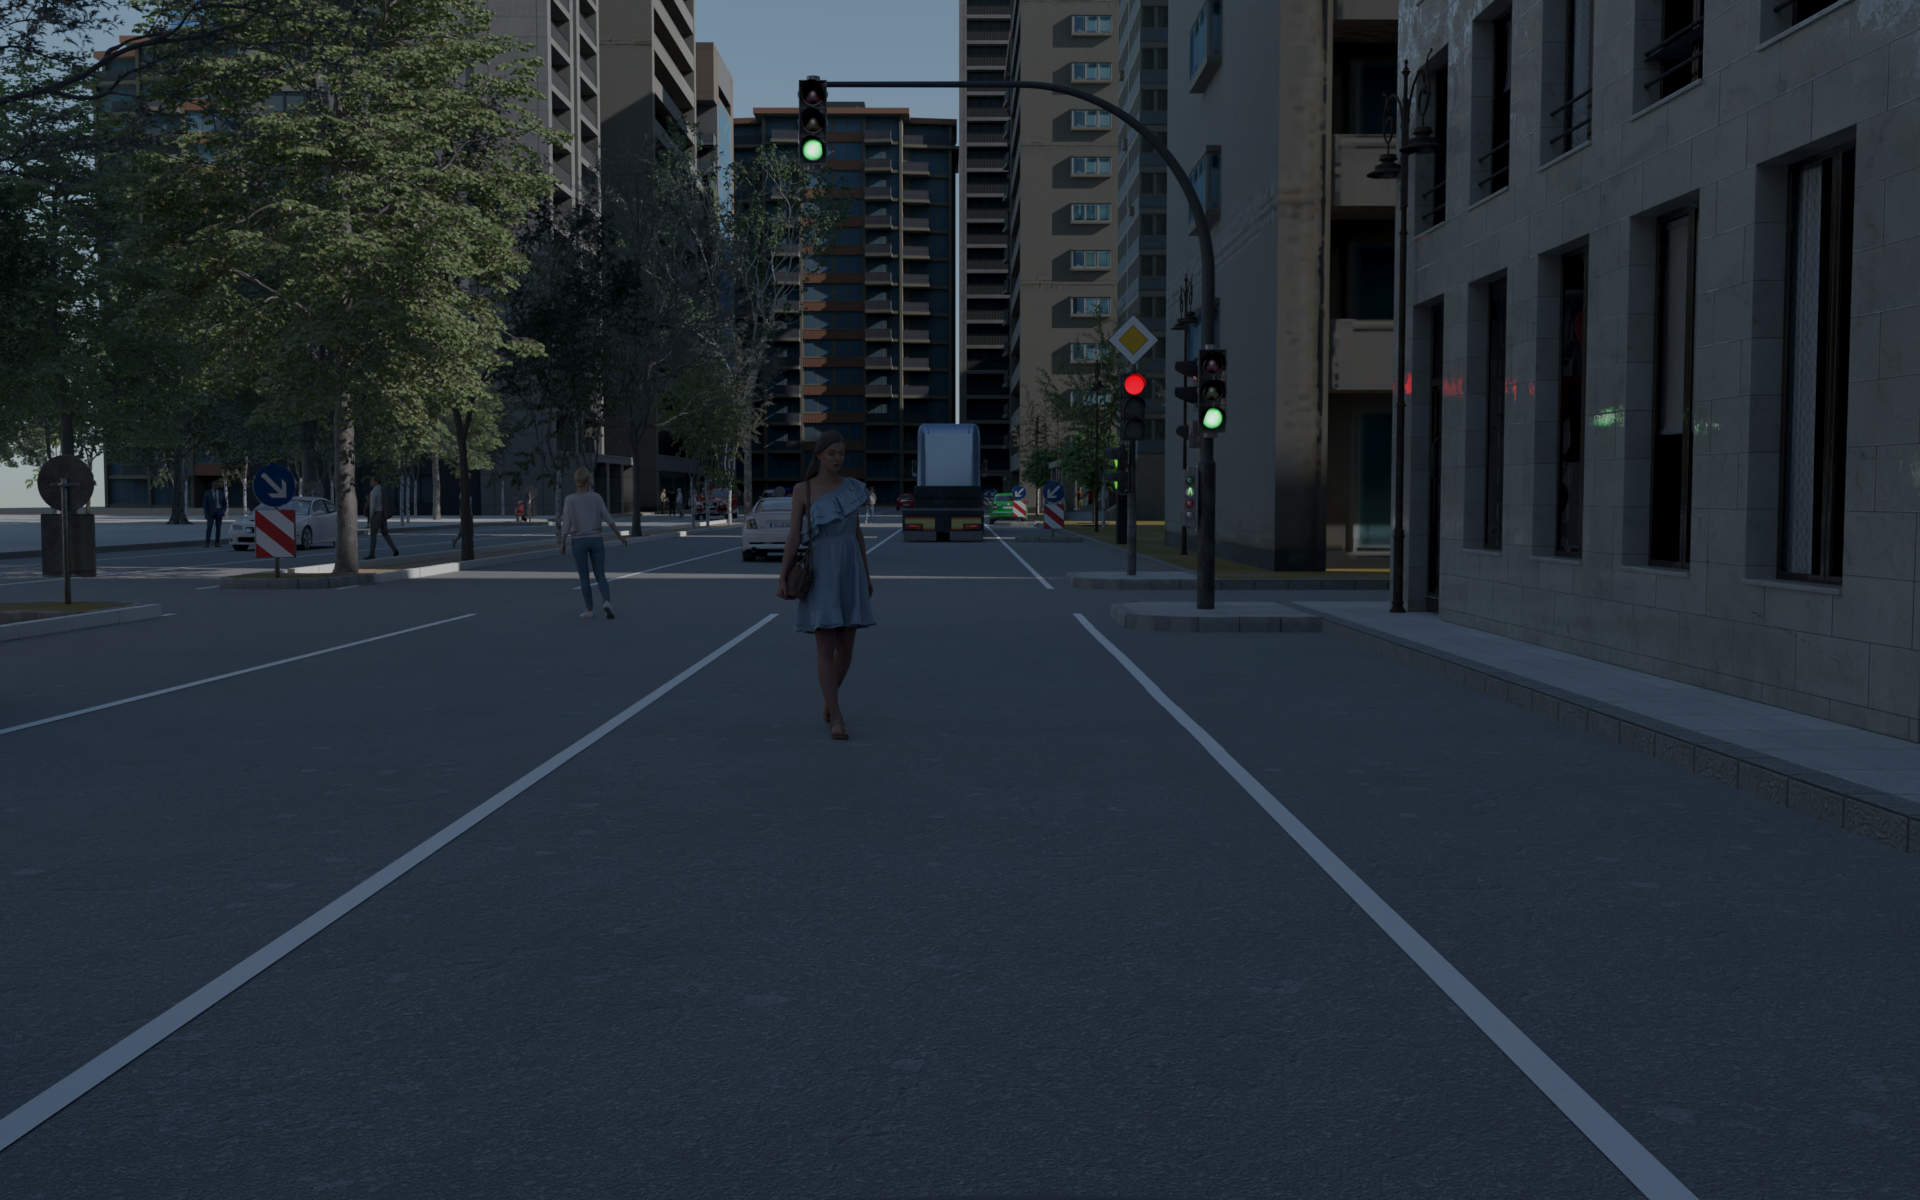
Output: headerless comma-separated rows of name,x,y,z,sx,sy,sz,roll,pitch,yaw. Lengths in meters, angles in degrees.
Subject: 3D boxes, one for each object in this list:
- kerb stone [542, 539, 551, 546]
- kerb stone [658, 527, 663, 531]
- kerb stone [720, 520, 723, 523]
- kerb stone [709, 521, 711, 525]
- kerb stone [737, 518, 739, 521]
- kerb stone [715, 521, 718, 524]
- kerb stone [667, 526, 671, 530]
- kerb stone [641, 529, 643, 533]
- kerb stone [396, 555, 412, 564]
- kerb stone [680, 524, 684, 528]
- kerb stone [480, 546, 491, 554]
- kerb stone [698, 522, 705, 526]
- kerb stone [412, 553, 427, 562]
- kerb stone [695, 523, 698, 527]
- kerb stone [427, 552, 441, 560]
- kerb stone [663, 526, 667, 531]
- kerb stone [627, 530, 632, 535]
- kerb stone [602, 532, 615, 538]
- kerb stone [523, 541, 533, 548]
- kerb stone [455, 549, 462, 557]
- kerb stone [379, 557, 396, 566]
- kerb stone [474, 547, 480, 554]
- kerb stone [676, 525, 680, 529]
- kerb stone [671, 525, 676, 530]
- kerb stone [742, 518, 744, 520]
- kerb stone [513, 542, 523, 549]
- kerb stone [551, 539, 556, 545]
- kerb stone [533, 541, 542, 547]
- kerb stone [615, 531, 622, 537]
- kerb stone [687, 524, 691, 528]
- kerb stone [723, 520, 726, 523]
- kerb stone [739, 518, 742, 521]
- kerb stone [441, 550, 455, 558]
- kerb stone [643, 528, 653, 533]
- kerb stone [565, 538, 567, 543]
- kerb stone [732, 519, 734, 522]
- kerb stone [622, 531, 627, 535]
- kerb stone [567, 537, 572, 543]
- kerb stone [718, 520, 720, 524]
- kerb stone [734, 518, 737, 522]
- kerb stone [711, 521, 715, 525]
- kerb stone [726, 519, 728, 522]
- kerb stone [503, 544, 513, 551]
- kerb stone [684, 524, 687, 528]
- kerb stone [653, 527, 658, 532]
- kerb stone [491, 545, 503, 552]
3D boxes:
kerb stone,-11.553,-1.560,47.843,0.120,0.150,1.000,0,4,0
kerb stone,-11.622,-2.696,66.282,0.120,0.150,1.000,0,4,0
kerb stone,-11.686,-3.759,83.710,0.120,0.150,1.000,0,4,0
kerb stone,-11.675,-3.512,79.612,0.120,0.150,1.000,0,4,0
kerb stone,-11.702,-4.139,89.869,0.120,0.150,1.000,0,4,0
kerb stone,-11.671,-3.637,81.658,0.120,0.150,1.000,0,4,0
kerb stone,-11.627,-2.820,68.336,0.120,0.150,1.000,0,4,0
kerb stone,-11.615,-2.441,62.191,0.120,0.150,1.000,0,4,0
kerb stone,-11.517,-0.816,35.544,0.120,0.150,1.000,0,4,0
kerb stone,-11.641,-3.008,71.405,0.120,0.150,1.000,0,4,0
kerb stone,-11.538,-1.192,41.692,0.120,0.150,1.000,0,4,0
kerb stone,-11.658,-3.386,77.557,0.120,0.150,1.000,0,4,0
kerb stone,-11.516,-0.875,36.567,0.120,0.150,1.000,0,4,0
kerb stone,-11.655,-3.261,75.505,0.120,0.150,1.000,0,4,0
kerb stone,-11.524,-0.938,37.590,0.120,0.150,1.000,0,4,0
kerb stone,-11.622,-2.759,67.306,0.120,0.150,1.000,0,4,0
kerb stone,-11.607,-2.319,60.141,0.120,0.150,1.000,0,4,0
kerb stone,-11.599,-2.132,57.062,0.120,0.150,1.000,0,4,0
kerb stone,-11.549,-1.443,45.793,0.120,0.150,1.000,0,4,0
kerb stone,-11.531,-1.061,39.642,0.120,0.150,1.000,0,4,0
kerb stone,-11.516,-0.754,34.522,0.120,0.150,1.000,0,4,0
kerb stone,-11.532,-1.127,40.670,0.120,0.150,1.000,0,4,0
kerb stone,-11.638,-2.946,70.382,0.120,0.150,1.000,0,4,0
kerb stone,-11.636,-2.885,69.360,0.120,0.150,1.000,0,4,0
kerb stone,-11.709,-4.264,91.915,0.120,0.150,1.000,0,4,0
kerb stone,-11.544,-1.381,44.769,0.120,0.150,1.000,0,4,0
kerb stone,-11.563,-1.630,48.873,0.120,0.150,1.000,0,4,0
kerb stone,-11.553,-1.506,46.818,0.120,0.150,1.000,0,4,0
kerb stone,-11.594,-2.194,58.088,0.120,0.150,1.000,0,4,0
kerb stone,-11.647,-3.133,73.461,0.120,0.150,1.000,0,4,0
kerb stone,-11.688,-3.825,84.735,0.120,0.150,1.000,0,4,0
kerb stone,-11.716,-4.202,90.893,0.120,0.150,1.000,0,4,0
kerb stone,-11.527,-1.003,38.613,0.120,0.150,1.000,0,4,0
kerb stone,-11.618,-2.569,64.237,0.120,0.150,1.000,0,4,0
kerb stone,-11.561,-1.694,49.897,0.120,0.150,1.000,0,4,0
kerb stone,-11.698,-4.013,87.805,0.120,0.150,1.000,0,4,0
kerb stone,-11.596,-2.258,59.111,0.120,0.150,1.000,0,4,0
kerb stone,-11.574,-1.756,50.921,0.120,0.150,1.000,0,4,0
kerb stone,-11.685,-3.699,82.680,0.120,0.150,1.000,0,4,0
kerb stone,-11.697,-4.072,88.830,0.120,0.150,1.000,0,4,0
kerb stone,-11.664,-3.574,80.635,0.120,0.150,1.000,0,4,0
kerb stone,-11.690,-3.888,85.757,0.120,0.150,1.000,0,4,0
kerb stone,-11.545,-1.313,43.740,0.120,0.150,1.000,0,4,0
kerb stone,-11.641,-3.072,72.427,0.120,0.150,1.000,0,4,0
kerb stone,-11.615,-2.634,65.259,0.120,0.150,1.000,0,4,0
kerb stone,-11.536,-1.253,42.717,0.120,0.150,1.000,0,4,0
